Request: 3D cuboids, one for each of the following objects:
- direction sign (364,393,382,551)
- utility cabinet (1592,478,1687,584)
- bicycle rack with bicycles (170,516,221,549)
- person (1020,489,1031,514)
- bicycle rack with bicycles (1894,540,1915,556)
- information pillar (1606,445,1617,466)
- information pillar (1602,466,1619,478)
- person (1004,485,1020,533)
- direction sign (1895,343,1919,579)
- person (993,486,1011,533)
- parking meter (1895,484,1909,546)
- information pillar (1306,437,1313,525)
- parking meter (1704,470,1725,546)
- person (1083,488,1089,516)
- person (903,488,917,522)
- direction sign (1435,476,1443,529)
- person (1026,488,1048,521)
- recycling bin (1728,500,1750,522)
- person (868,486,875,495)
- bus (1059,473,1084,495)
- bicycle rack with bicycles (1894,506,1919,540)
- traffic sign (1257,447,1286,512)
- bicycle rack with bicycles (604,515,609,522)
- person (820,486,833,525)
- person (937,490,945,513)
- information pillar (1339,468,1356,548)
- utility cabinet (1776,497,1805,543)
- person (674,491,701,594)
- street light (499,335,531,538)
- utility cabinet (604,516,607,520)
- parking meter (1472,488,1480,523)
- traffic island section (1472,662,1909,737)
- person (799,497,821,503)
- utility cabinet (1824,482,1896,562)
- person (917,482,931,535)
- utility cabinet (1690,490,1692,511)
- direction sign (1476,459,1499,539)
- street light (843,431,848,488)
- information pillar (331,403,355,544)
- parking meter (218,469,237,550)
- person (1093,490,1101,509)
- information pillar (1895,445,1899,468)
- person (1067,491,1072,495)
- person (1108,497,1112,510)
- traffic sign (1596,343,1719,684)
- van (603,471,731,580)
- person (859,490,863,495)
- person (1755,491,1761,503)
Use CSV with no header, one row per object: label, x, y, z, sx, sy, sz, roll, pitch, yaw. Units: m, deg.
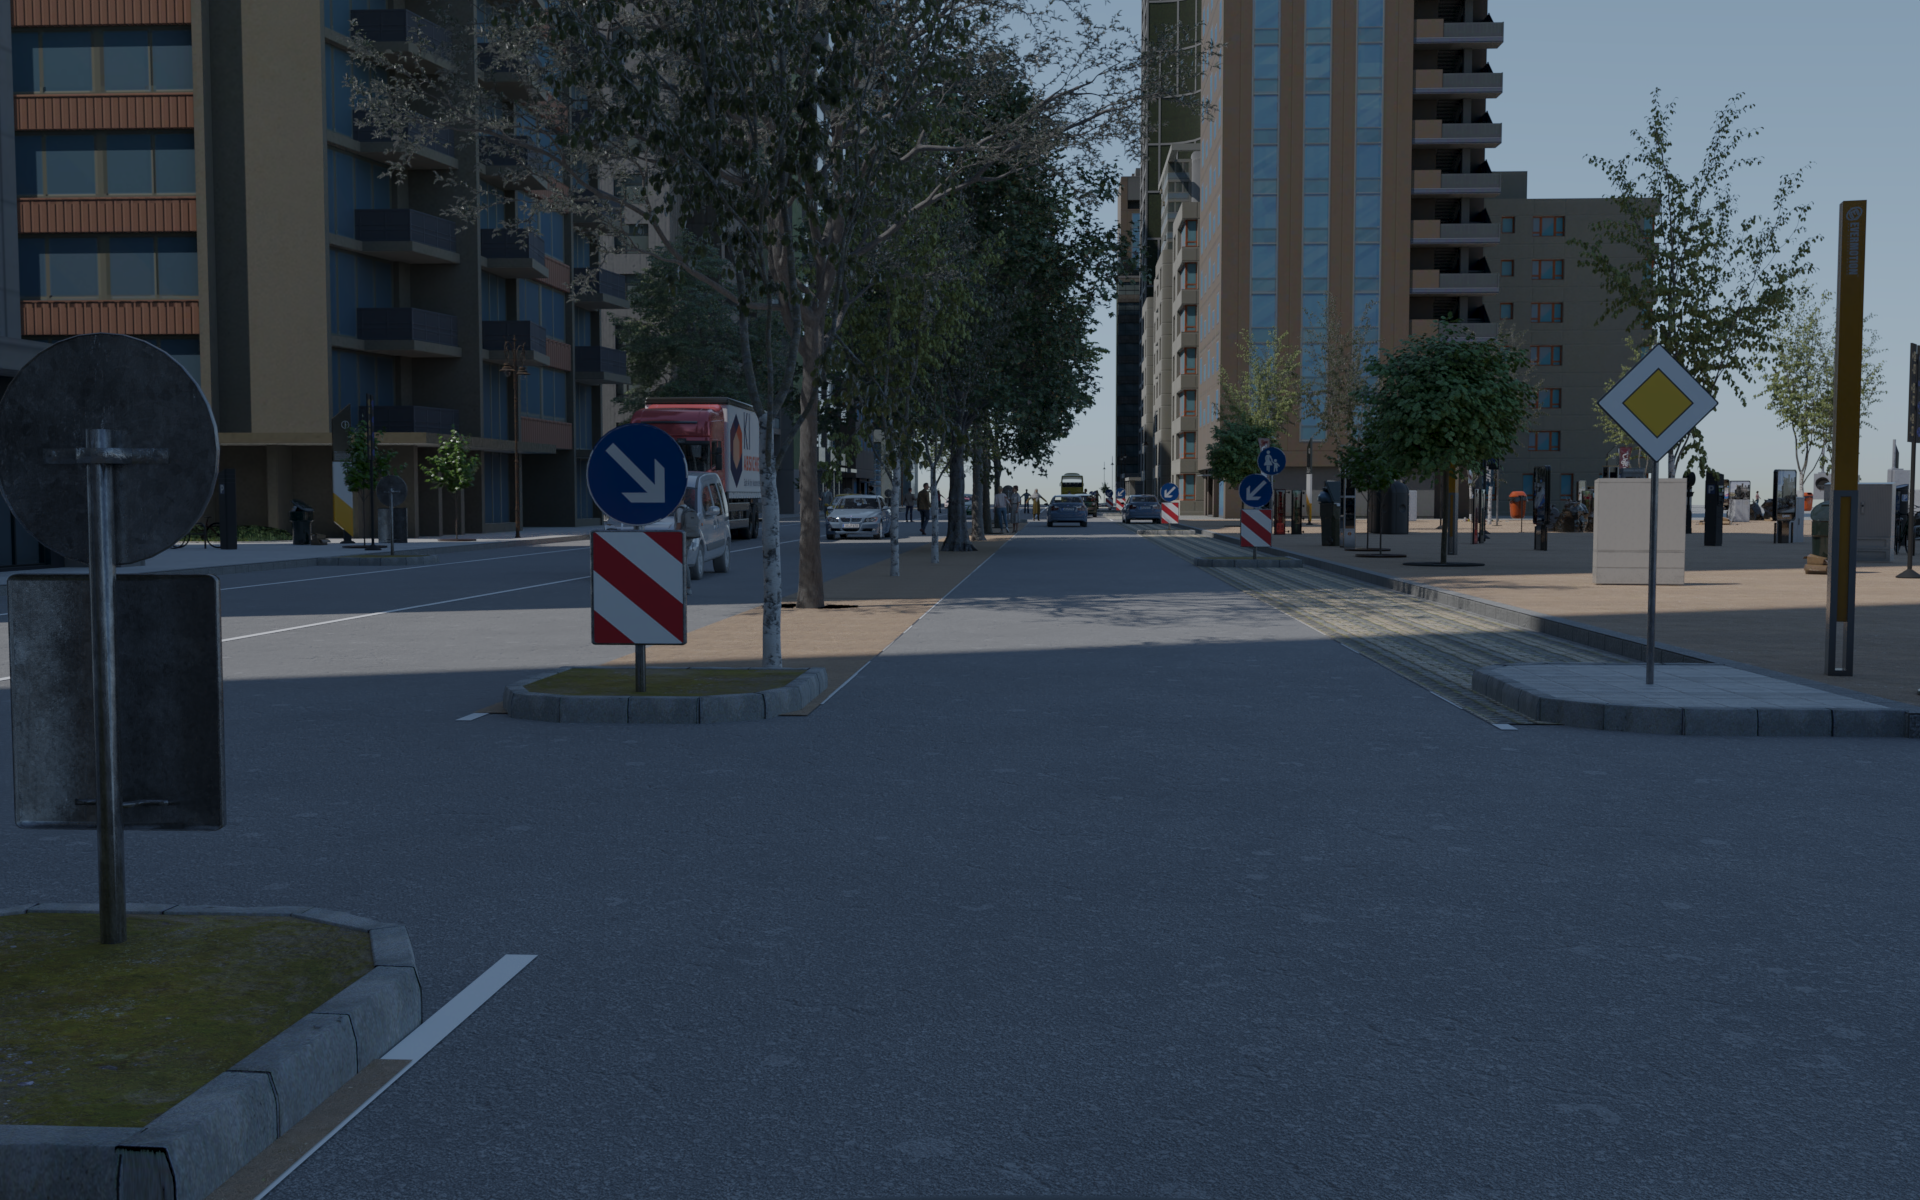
direction sign,-13.399,-2.901,39.429,0.379,3.537,0.876,-1,4,-10
utility cabinet,9.562,-0.961,24.392,1.173,1.500,0.318,1,4,10
bicycle rack with bicycles,-18.862,-1.632,40.066,2.925,0.926,2.852,1,4,12
person,4.914,-7.284,127.681,1.350,1.814,0.705,0,4,-2
bicycle rack with bicycles,19.768,-1.456,37.183,2.852,0.926,2.925,3,4,36
information pillar,31.233,-5.610,83.074,0.504,3.616,0.183,-1,4,-14
information pillar,16.877,-2.476,44.970,0.304,2.012,0.304,-1,4,-11
person,1.921,-3.288,62.833,0.524,1.755,0.480,-2,4,-34
direction sign,14.484,-2.099,26.316,0.379,3.537,0.876,3,4,39
person,1.644,-3.356,64.035,0.731,1.740,0.598,-1,4,-20
parking meter,23.327,-2.116,43.007,0.372,1.533,0.369,0,3,0
information pillar,14.502,-4.925,71.882,0.183,3.616,0.504,0,4,-6
parking meter,18.622,-2.265,42.748,0.255,1.863,0.399,-2,4,-30
person,8.396,-6.532,115.308,0.705,1.822,1.348,2,4,34
person,-2.478,-4.878,88.780,0.617,1.759,0.750,3,4,37
direction sign,17.618,-4.365,63.372,0.876,3.537,0.379,0,4,3
person,4.102,-5.093,92.509,1.217,1.736,0.721,-1,4,-13
recycling bin,35.498,-4.062,78.963,0.722,1.027,0.722,0,4,-1
person,-4.591,-4.943,88.949,0.705,1.869,1.348,2,4,25
bus,12.913,-12.739,199.833,2.896,3.916,12.252,0,4,3
bicycle rack with bicycles,29.228,-2.373,52.183,2.852,0.926,2.925,1,4,8
traffic sign,8.425,-2.861,46.880,0.768,2.556,0.104,0,4,5
bicycle rack with bicycles,-15.333,-4.045,79.512,2.852,0.926,2.925,1,4,18
person,-6.116,-4.342,79.606,0.709,1.813,0.853,1,4,15
person,-1.554,-7.393,130.100,1.217,1.743,0.721,-2,4,-25
information pillar,9.268,-2.255,41.369,0.304,2.012,0.304,0,4,-7
utility cabinet,22.074,-2.132,46.022,1.020,1.237,0.306,-3,5,-41
person,-3.961,-0.826,24.593,0.523,1.515,0.503,-1,4,-16
street light,-12.942,-4.753,50.502,0.468,5.910,1.993,0,4,3
utility cabinet,-17.973,-4.677,85.141,1.173,1.500,0.318,0,4,7
parking meter,22.812,-4.163,76.478,0.372,1.533,0.369,0,3,0
traffic island section,4.677,0.647,11.702,2.009,0.180,2.903,0,4,3
person,-7.830,-5.054,91.148,1.348,1.822,0.705,-1,4,-15
utility cabinet,17.011,-1.475,32.789,1.173,1.500,0.318,3,5,40
person,-1.236,-3.208,60.869,0.656,1.842,0.836,1,4,13
utility cabinet,23.375,-2.949,56.893,1.173,1.500,0.318,0,4,7
direction sign,15.023,-3.523,49.598,0.379,3.537,0.876,-2,4,-29
street light,-8.395,-9.448,127.261,0.468,5.910,1.993,0,4,3
information pillar,-15.926,-3.263,44.701,0.504,3.616,0.183,-3,4,-39
parking meter,-16.936,-2.101,40.055,0.399,1.863,0.255,3,5,42
person,12.846,-9.428,162.655,1.348,1.823,0.705,-3,5,-41
information pillar,43.951,-5.505,81.369,0.183,3.616,0.504,1,4,11
person,9.825,-8.901,154.970,0.756,1.711,0.436,2,4,30
person,12.622,-8.374,146.359,0.436,1.711,0.756,0,4,6
traffic sign,4.653,-0.488,11.627,0.795,2.450,0.064,0,4,3
van,-5.099,-1.422,30.266,2.013,2.044,4.112,0,4,2
person,-7.043,-6.902,122.062,1.217,1.735,0.721,0,4,-2
person,75.350,-9.435,163.470,0.721,1.736,1.217,3,5,43
